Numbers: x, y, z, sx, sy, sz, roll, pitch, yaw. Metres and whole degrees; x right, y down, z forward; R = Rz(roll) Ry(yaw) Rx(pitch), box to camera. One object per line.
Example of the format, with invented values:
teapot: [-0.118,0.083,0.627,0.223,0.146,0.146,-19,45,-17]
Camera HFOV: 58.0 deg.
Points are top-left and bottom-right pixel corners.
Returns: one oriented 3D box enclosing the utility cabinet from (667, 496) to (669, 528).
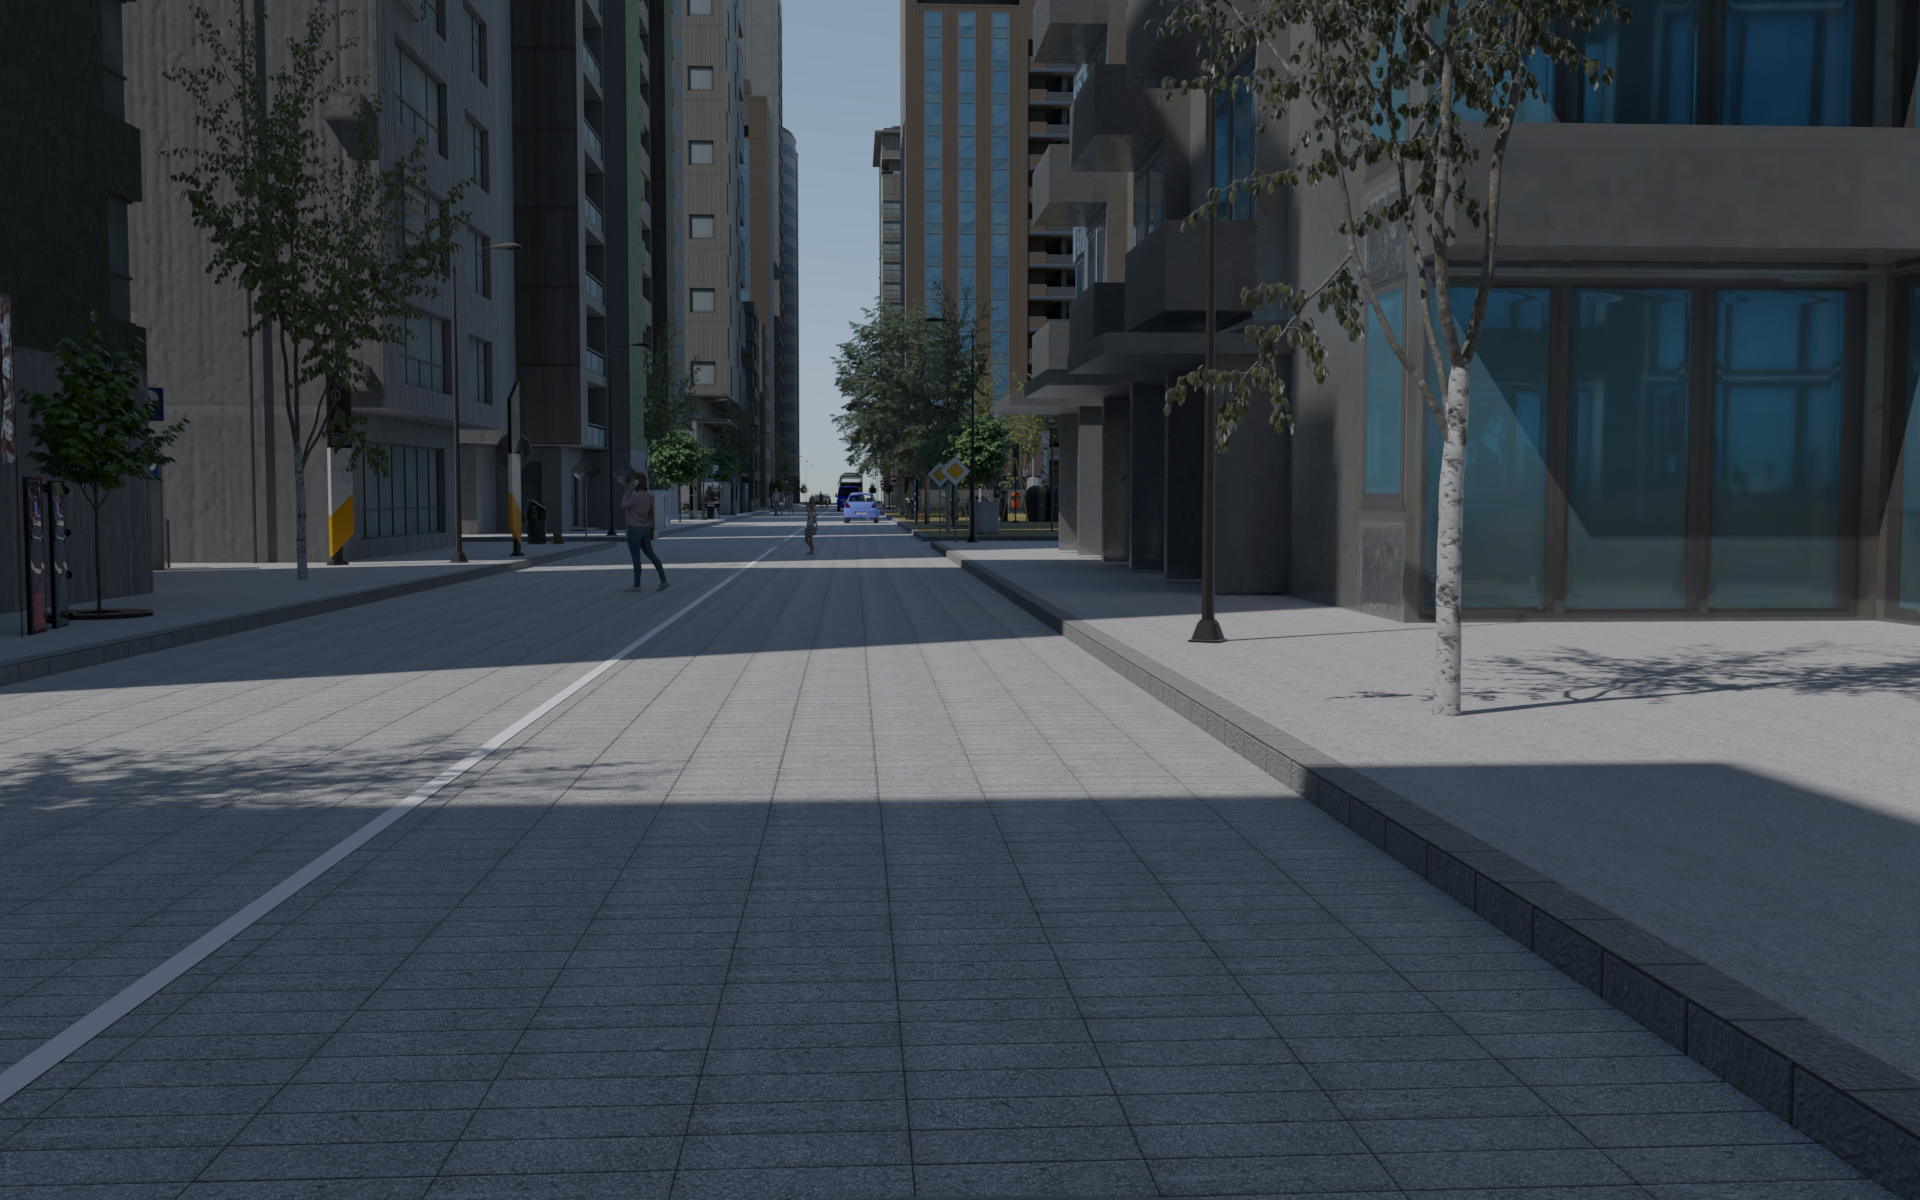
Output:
utility cabinet: [-11.217,-3.321,65.461,0.306,1.237,1.020,0,4,-2]

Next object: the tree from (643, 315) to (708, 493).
tree: [-12.453,-7.323,70.088,4.737,8.622,4.395,0,3,0]

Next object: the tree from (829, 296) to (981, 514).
tree: [-3.730,-12.578,112.298,9.857,13.997,8.962,0,3,0]

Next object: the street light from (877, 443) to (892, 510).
street light: [-6.308,-10.328,141.411,1.470,5.913,1.316,0,4,-4]

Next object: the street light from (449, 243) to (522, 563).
street light: [-8.813,-3.648,32.194,1.470,5.913,1.316,0,4,-4]

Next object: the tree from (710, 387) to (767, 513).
tree: [-15.297,-10.330,119.264,4.360,8.622,3.978,0,3,0]

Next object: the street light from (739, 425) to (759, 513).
street light: [-14.089,-8.761,115.791,1.470,5.913,1.316,0,4,-4]

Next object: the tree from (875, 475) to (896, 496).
tree: [-6.642,-10.012,158.291,1.663,3.219,1.824,0,3,0]

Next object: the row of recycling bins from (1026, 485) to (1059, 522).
row of recycling bins: [4.761,-4.494,80.591,3.534,1.692,1.069,-1,4,-18]

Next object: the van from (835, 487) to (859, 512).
van: [-9.208,-8.479,143.021,2.240,2.365,5.245,0,4,-4]

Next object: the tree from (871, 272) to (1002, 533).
tree: [-0.528,-6.551,57.475,4.360,8.622,3.978,0,3,0]

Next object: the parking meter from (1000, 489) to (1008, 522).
parking meter: [2.040,-4.387,80.132,0.372,1.533,0.369,0,3,0]

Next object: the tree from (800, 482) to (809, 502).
tree: [-23.880,-16.575,265.608,1.663,3.219,1.824,0,3,0]

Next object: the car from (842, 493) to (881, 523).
car: [-4.897,-4.686,86.211,1.945,1.707,3.694,0,4,-2]

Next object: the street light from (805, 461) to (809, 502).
street light: [-21.947,-16.550,243.125,1.470,5.913,1.316,0,4,-4]

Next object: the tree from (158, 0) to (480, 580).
tree: [-9.659,-4.610,25.735,4.737,8.622,4.395,0,3,0]

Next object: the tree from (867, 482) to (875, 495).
tree: [-13.812,-17.115,274.437,1.663,3.219,1.824,0,3,0]

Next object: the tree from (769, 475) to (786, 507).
tree: [-18.592,-11.179,177.370,1.663,3.219,1.824,0,3,0]

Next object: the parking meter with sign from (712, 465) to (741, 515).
parking meter with sign: [-14.273,-6.665,105.234,0.543,3.016,1.738,2,4,33]

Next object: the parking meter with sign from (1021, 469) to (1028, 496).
parking meter with sign: [4.931,-7.438,117.867,0.543,3.016,1.738,-3,4,-36]

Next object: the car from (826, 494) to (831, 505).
car: [-18.581,-13.983,237.424,1.959,1.807,4.718,0,4,-3]

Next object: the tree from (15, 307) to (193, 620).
tree: [-8.909,-1.439,18.122,1.663,3.219,1.824,0,3,0]

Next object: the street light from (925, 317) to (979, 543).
street light: [-0.206,-4.472,45.661,1.470,5.913,1.316,0,4,-4]

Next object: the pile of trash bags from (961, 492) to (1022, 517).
pile of trash bags: [1.887,-5.315,96.649,3.447,1.369,1.912,-2,4,-28]

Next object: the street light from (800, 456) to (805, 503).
street light: [-20.022,-14.666,212.329,1.470,5.913,1.316,0,4,-4]

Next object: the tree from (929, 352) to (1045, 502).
tree: [1.257,-8.465,88.762,4.737,8.622,4.395,0,3,0]

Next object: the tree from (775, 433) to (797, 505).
tree: [-20.943,-15.520,204.111,4.360,8.622,3.978,0,3,0]

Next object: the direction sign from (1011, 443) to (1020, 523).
direction sign: [2.499,-5.249,77.818,0.379,3.537,0.876,-1,4,-16]

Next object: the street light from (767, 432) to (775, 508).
street light: [-14.845,-9.611,129.684,1.470,5.913,1.316,0,4,-4]

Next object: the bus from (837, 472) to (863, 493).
bus: [-12.394,-12.512,196.124,2.896,3.916,12.252,0,4,-5]

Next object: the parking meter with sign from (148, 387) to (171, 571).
parking meter with sign: [-13.586,-2.010,29.122,0.543,3.016,1.738,-1,4,-20]

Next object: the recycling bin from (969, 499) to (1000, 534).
recycling bin: [0.769,-2.645,55.801,0.722,1.027,0.722,-2,4,-35]

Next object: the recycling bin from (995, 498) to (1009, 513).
recycling bin: [2.763,-6.230,114.411,0.722,1.027,0.722,2,4,26]

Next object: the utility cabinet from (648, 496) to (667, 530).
utility cabinet: [-10.940,-3.123,62.223,0.306,1.237,1.020,1,4,10]

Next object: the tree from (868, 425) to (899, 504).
tree: [-3.566,-10.944,129.302,4.737,8.622,4.395,0,3,0]

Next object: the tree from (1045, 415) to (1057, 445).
tree: [3.856,-9.150,99.969,4.737,8.622,4.395,0,3,0]

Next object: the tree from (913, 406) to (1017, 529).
tree: [-0.180,-5.180,68.404,4.285,4.588,4.351,0,3,0]

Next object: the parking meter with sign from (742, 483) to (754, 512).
parking meter with sign: [-15.440,-7.755,123.050,1.738,3.016,0.543,2,4,25]

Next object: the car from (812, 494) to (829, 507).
car: [-16.076,-11.603,199.928,2.015,1.641,3.980,0,4,-3]

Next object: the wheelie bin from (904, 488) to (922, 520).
wheelie bin: [-2.367,-4.851,87.221,0.980,1.594,0.693,2,4,34]

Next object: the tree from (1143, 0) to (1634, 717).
tree: [2.775,-3.650,10.033,4.360,8.622,3.978,0,3,0]

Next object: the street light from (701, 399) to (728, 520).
street light: [-12.020,-6.863,84.755,1.470,5.913,1.316,0,4,-4]

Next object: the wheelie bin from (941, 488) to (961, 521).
wheelie bin: [-0.443,-4.660,84.101,0.980,1.594,0.693,0,4,-6]

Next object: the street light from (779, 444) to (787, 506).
street light: [-16.882,-11.494,160.472,1.470,5.913,1.316,0,4,-4]

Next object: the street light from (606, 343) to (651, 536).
street light: [-10.188,-4.934,53.219,1.470,5.913,1.316,0,4,-4]

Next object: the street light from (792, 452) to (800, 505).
street light: [-18.738,-13.378,191.272,1.470,5.913,1.316,0,4,-4]

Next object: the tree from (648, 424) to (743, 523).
tree: [-12.724,-5.771,78.068,4.285,4.588,4.351,0,3,0]

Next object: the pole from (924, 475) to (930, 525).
pole: [-1.388,-4.830,72.815,0.158,3.312,0.155,0,3,0]

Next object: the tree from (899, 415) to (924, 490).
tree: [-1.173,-10.534,122.593,4.737,8.622,4.395,0,3,0]

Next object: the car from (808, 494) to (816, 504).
car: [-18.964,-13.214,228.054,2.014,1.417,4.499,0,4,-2]

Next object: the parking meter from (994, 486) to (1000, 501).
parking meter: [2.445,-6.693,115.145,0.399,1.863,0.255,-1,4,-10]

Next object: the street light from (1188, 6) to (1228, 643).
street light: [1.613,-2.587,14.841,1.470,5.913,1.316,0,4,-4]
